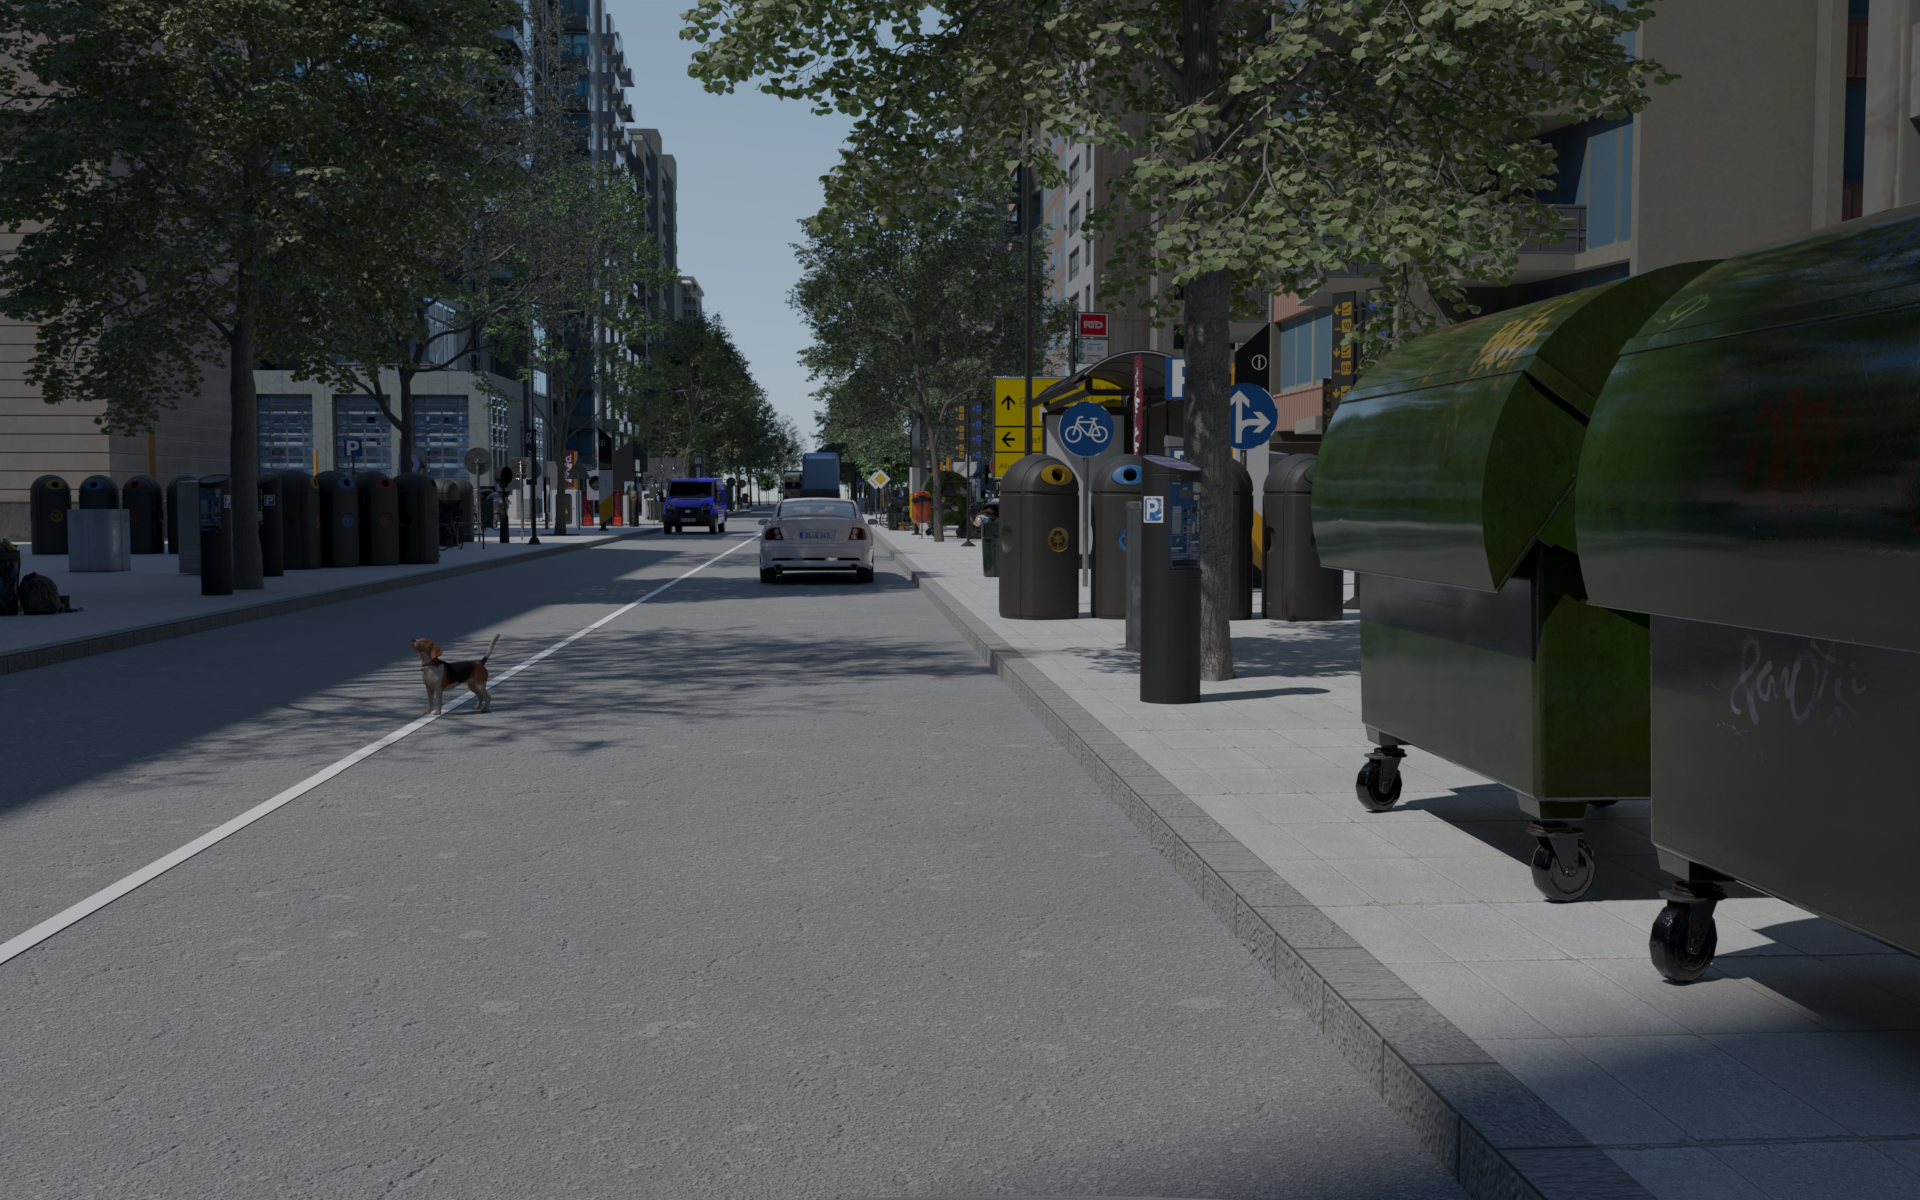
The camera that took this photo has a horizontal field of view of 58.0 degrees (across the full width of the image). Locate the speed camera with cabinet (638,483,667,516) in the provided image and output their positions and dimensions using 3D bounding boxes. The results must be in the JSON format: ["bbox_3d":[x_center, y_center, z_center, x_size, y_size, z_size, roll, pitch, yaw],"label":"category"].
[{"bbox_3d":[-17.255,-6.434,99.528,2.038,3.252,0.660,1,4,18],"label":"speed camera with cabinet"}]

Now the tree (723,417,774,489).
[{"bbox_3d":[-17.965,-11.469,137.885,4.360,8.622,3.978,0,3,0],"label":"tree"}]

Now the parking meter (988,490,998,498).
[{"bbox_3d":[2.102,-5.796,103.168,0.372,1.533,0.369,0,3,0],"label":"parking meter"}]

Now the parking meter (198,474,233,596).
[{"bbox_3d":[-9.458,-0.831,22.005,0.372,1.533,0.369,0,3,0],"label":"parking meter"}]

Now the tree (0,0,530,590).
[{"bbox_3d":[-9.224,-6.415,23.018,7.486,12.596,7.792,0,3,0],"label":"tree"}]

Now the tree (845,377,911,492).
[{"bbox_3d":[-3.645,-8.589,90.792,4.737,8.622,4.395,0,3,0],"label":"tree"}]

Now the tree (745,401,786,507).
[{"bbox_3d":[-21.601,-15.370,177.048,9.928,11.665,9.643,0,3,0],"label":"tree"}]

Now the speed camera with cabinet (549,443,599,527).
[{"bbox_3d":[-14.645,-4.428,66.727,2.038,3.252,0.660,0,4,5],"label":"speed camera with cabinet"}]

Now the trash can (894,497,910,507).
[{"bbox_3d":[-3.109,-4.650,87.684,0.748,1.137,0.748,0,3,0],"label":"trash can"}]

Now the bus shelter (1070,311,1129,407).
[{"bbox_3d":[2.390,-3.551,35.683,2.179,5.291,8.768,0,4,-4],"label":"bus shelter"}]

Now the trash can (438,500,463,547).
[{"bbox_3d":[-12.555,-1.885,42.481,0.748,1.137,0.748,0,3,0],"label":"trash can"}]

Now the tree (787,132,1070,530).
[{"bbox_3d":[-1.293,-9.461,61.346,9.857,13.997,8.962,0,3,0],"label":"tree"}]

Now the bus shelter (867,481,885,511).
[{"bbox_3d":[-6.470,-9.758,137.182,2.179,5.291,8.768,0,4,-4],"label":"bus shelter"}]

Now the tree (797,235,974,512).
[{"bbox_3d":[-4.966,-16.432,124.558,12.611,20.169,13.585,0,3,0],"label":"tree"}]

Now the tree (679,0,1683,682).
[{"bbox_3d":[1.532,-5.748,12.112,7.486,12.596,7.792,0,3,0],"label":"tree"}]

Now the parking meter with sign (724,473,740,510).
[{"bbox_3d":[-19.175,-9.023,143.789,1.738,3.016,0.543,2,4,25],"label":"parking meter with sign"}]

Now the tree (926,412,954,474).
[{"bbox_3d":[-1.392,-11.400,136.753,4.360,8.622,3.978,0,3,0],"label":"tree"}]

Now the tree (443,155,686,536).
[{"bbox_3d":[-12.238,-7.789,53.107,9.928,11.665,9.643,0,3,0],"label":"tree"}]

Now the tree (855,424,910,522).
[{"bbox_3d":[-3.299,-5.924,80.564,4.285,4.588,4.351,0,3,0],"label":"tree"}]

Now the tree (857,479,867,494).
[{"bbox_3d":[-12.550,-13.763,219.619,1.663,3.219,1.824,0,3,0],"label":"tree"}]

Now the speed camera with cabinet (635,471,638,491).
[{"bbox_3d":[-27.875,-9.290,146.228,2.038,3.252,0.660,2,4,27],"label":"speed camera with cabinet"}]

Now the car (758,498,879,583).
[{"bbox_3d":[-2.408,-1.041,29.386,2.083,1.381,4.827,0,4,-4],"label":"car"}]

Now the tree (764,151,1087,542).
[{"bbox_3d":[-0.554,-6.856,46.502,8.767,10.594,7.601,0,4,-3],"label":"tree"}]

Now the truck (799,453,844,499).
[{"bbox_3d":[-8.733,-7.160,106.817,2.967,4.110,18.799,0,4,-3],"label":"truck"}]

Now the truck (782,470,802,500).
[{"bbox_3d":[-19.749,-13.304,206.438,2.839,4.237,11.283,0,4,-5],"label":"truck"}]

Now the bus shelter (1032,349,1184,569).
[{"bbox_3d":[2.357,-2.024,27.024,2.014,3.302,5.546,0,4,-4],"label":"bus shelter"}]

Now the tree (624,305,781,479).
[{"bbox_3d":[-15.877,-11.535,105.612,9.611,12.733,9.660,0,3,0],"label":"tree"}]

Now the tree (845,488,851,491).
[{"bbox_3d":[-15.393,-18.562,253.855,4.360,8.622,3.978,0,3,0],"label":"tree"}]

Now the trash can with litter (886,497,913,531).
[{"bbox_3d":[-2.081,-3.003,60.486,1.055,1.170,0.624,3,5,43],"label":"trash can with litter"}]

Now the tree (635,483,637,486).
[{"bbox_3d":[-27.623,-9.056,142.674,1.663,3.219,1.824,0,3,0],"label":"tree"}]

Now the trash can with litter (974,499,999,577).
[{"bbox_3d":[0.542,-0.959,27.060,0.624,1.170,1.055,0,4,2],"label":"trash can with litter"}]

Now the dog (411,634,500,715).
[{"bbox_3d":[-3.286,0.488,11.305,0.406,0.507,0.540,0,4,5],"label":"dog"}]

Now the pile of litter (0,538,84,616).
[{"bbox_3d":[-10.320,-0.274,18.441,1.719,0.858,1.176,-1,4,-21],"label":"pile of litter"}]

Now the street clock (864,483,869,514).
[{"bbox_3d":[-5.906,-6.382,108.910,0.358,2.002,0.471,0,4,-1],"label":"street clock"}]

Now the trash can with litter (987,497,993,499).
[{"bbox_3d":[0.613,-2.786,56.931,1.055,1.170,0.624,2,4,29],"label":"trash can with litter"}]

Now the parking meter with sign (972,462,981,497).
[{"bbox_3d":[0.733,-5.185,81.040,0.543,3.016,1.738,1,4,9],"label":"parking meter with sign"}]

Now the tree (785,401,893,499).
[{"bbox_3d":[-9.026,-14.239,158.558,9.928,11.665,9.643,0,3,0],"label":"tree"}]

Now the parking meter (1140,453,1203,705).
[{"bbox_3d":[1.302,-0.139,10.691,0.372,1.533,0.369,0,3,0],"label":"parking meter"}]

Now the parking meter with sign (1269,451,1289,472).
[{"bbox_3d":[5.389,-2.068,30.073,0.543,3.016,1.738,3,4,39],"label":"parking meter with sign"}]

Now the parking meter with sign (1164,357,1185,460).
[{"bbox_3d":[2.947,-1.628,22.887,0.543,3.016,1.738,0,4,5],"label":"parking meter with sign"}]

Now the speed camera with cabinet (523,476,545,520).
[{"bbox_3d":[-19.656,-5.360,81.978,0.660,3.252,2.038,3,5,43],"label":"speed camera with cabinet"}]

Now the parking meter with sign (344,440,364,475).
[{"bbox_3d":[-19.427,-3.667,56.210,0.543,3.016,1.738,0,4,-3],"label":"parking meter with sign"}]

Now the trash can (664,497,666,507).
[{"bbox_3d":[-14.871,-4.720,88.823,0.748,1.137,0.748,0,3,0],"label":"trash can"}]

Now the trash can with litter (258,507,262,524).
[{"bbox_3d":[-12.893,-1.288,32.445,0.624,1.170,1.055,-2,4,-26],"label":"trash can with litter"}]

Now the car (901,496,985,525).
[{"bbox_3d":[-0.542,-3.766,73.373,4.920,1.459,2.131,0,4,-4],"label":"car"}]

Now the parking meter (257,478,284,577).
[{"bbox_3d":[-10.759,-1.137,26.996,0.372,1.533,0.369,0,3,0],"label":"parking meter"}]

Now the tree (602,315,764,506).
[{"bbox_3d":[-14.719,-9.586,91.147,8.767,10.594,7.601,0,4,-3],"label":"tree"}]

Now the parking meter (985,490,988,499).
[{"bbox_3d":[1.808,-6.226,110.211,0.372,1.533,0.369,0,3,0],"label":"parking meter"}]

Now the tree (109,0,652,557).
[{"bbox_3d":[-11.289,-7.605,34.707,12.009,13.543,11.850,0,3,0],"label":"tree"}]

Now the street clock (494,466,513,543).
[{"bbox_3d":[-11.941,-2.494,45.348,0.358,2.002,0.471,2,4,26],"label":"street clock"}]

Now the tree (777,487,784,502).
[{"bbox_3d":[-30.029,-18.034,289.463,1.663,3.219,1.824,0,3,0],"label":"tree"}]

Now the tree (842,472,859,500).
[{"bbox_3d":[-14.897,-19.689,238.919,9.611,12.733,9.660,0,3,0],"label":"tree"}]

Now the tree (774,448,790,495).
[{"bbox_3d":[-25.483,-17.843,242.092,4.360,8.622,3.978,0,3,0],"label":"tree"}]

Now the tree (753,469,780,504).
[{"bbox_3d":[-25.185,-14.753,224.929,4.285,4.588,4.351,0,3,0],"label":"tree"}]
